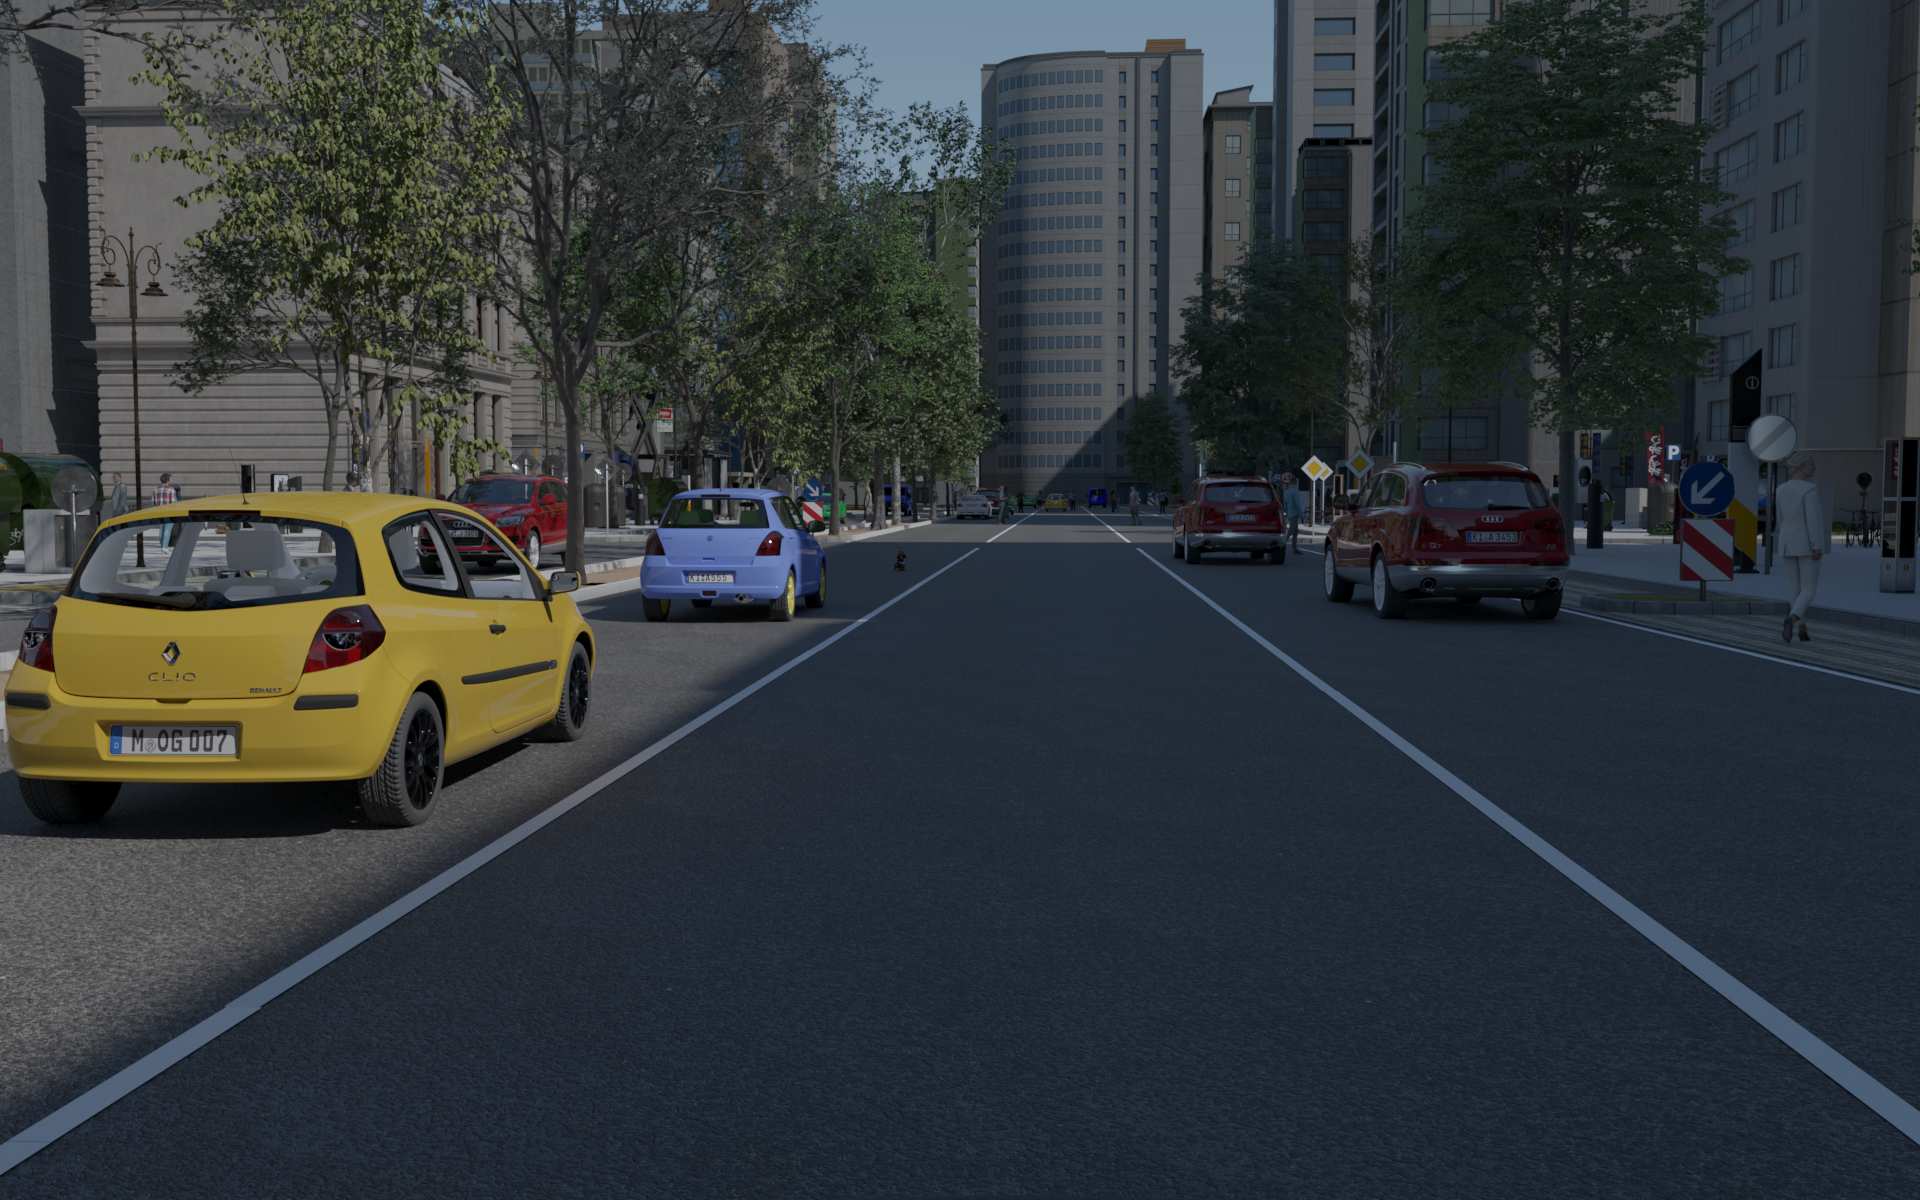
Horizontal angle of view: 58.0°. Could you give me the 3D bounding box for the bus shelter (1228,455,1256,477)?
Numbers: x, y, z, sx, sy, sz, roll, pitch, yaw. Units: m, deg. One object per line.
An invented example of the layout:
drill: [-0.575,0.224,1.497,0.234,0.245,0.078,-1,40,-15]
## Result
bus shelter: [17.168,-6.968,105.217,1.731,3.624,6.357,0,4,4]

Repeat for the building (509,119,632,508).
building: [-24.224,-14.801,91.149,9.793,20.994,18.267,0,4,3]

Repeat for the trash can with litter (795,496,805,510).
trash can with litter: [-10.194,-5.945,108.586,0.624,1.170,1.055,-3,4,-37]

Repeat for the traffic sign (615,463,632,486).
traffic sign: [-13.712,-4.304,70.473,0.768,2.556,0.104,1,4,11]

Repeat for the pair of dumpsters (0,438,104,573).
pair of dumpsters: [-15.996,-1.589,28.471,1.574,2.255,4.437,0,4,4]

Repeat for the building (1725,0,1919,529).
building: [37.167,-23.275,64.147,14.086,41.232,14.154,0,4,3]

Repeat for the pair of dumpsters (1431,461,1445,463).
pair of dumpsters: [14.426,-3.093,53.058,1.574,2.255,4.437,0,4,3]

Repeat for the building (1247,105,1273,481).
building: [37.767,-30.684,185.281,14.154,41.232,14.086,0,4,3]

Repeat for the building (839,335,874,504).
building: [-18.395,-27.928,228.315,14.107,30.474,14.160,0,4,3]

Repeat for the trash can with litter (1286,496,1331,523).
trash can with litter: [15.646,-4.044,77.174,2.233,1.210,1.678,1,4,11]

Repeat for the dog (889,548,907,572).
dog: [-1.198,-0.750,32.449,0.550,0.427,0.748,3,5,41]

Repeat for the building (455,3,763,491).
building: [-33.107,-27.488,141.316,32.217,40.220,23.993,0,4,3]

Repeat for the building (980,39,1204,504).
building: [16.987,-41.999,228.675,28.212,58.520,21.231,0,4,3]

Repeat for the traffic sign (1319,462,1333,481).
traffic sign: [14.929,-4.364,71.092,0.795,2.593,0.064,1,4,8]

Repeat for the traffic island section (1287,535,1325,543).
traffic island section: [10.637,-1.813,51.922,2.009,0.180,2.903,0,4,3]

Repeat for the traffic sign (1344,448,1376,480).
traffic sign: [10.132,-2.549,43.870,0.795,2.593,0.064,0,4,3]

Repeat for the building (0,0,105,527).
building: [-43.874,-15.376,69.428,19.932,24.808,12.078,0,4,3]

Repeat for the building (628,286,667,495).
building: [-27.338,-14.770,108.943,16.820,18.784,16.811,0,4,3]

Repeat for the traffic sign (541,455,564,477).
traffic sign: [-13.215,-3.428,56.161,0.768,2.556,0.104,1,4,11]

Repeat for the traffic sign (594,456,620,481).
traffic sign: [-10.841,-3.117,53.152,0.795,2.593,0.064,0,4,3]

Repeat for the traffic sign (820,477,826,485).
traffic sign: [-9.360,-7.073,115.750,0.768,2.556,0.104,1,4,13]

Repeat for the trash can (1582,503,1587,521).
trash can: [29.582,-4.269,81.445,0.748,1.137,0.748,0,3,0]

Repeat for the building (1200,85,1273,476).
building: [45.595,-39.275,231.379,27.495,52.752,28.713,0,4,3]

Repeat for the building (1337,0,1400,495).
building: [37.021,-41.287,113.296,20.563,71.187,20.611,0,4,3]

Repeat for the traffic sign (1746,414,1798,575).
traffic sign: [12.883,-1.679,27.561,0.768,2.556,0.104,1,4,13]

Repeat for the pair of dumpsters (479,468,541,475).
pair of dumpsters: [-14.522,-3.262,55.829,1.574,2.255,4.437,0,4,3]

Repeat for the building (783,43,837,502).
building: [-24.851,-34.317,184.780,21.600,48.544,21.300,0,4,3]

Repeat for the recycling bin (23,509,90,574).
recycling bin: [-14.652,-0.952,28.121,0.722,1.027,0.722,1,4,10]

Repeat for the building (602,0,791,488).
building: [-23.707,-31.178,159.877,14.600,45.320,14.200,0,4,3]

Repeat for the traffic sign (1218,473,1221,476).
traffic sign: [15.859,-6.484,106.023,0.884,2.594,0.081,0,4,4]

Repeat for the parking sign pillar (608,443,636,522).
parking sign pillar: [-16.756,-5.965,86.008,1.447,3.967,1.447,3,5,44]

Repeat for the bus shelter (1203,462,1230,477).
bus shelter: [16.814,-7.174,111.211,2.014,3.302,5.546,0,4,3]

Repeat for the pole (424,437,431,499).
pole: [-19.069,-4.174,62.082,0.158,3.312,0.155,0,3,0]

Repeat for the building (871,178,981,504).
building: [-4.335,-33.233,226.961,14.086,41.232,14.154,0,4,3]

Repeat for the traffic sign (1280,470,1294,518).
traffic sign: [17.509,-5.667,92.763,0.768,2.556,0.104,0,4,6]

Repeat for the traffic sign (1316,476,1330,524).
traffic sign: [15.298,-4.482,73.385,0.768,2.556,0.104,1,4,12]

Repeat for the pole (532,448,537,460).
pole: [-18.753,-5.052,76.441,0.158,3.312,0.155,0,3,0]

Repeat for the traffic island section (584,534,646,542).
traffic island section: [-10.865,-1.892,53.220,2.009,0.180,2.903,0,4,3]

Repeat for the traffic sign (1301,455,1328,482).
traffic sign: [10.613,-3.037,51.841,0.795,2.593,0.064,0,4,3]

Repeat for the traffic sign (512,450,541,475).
traffic sign: [-11.322,-2.629,45.181,0.795,2.593,0.064,0,4,3]

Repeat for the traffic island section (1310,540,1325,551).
traffic island section: [10.156,-1.325,43.952,2.009,0.180,2.903,0,4,3]

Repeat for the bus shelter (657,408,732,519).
bus shelter: [-12.815,-6.442,82.956,2.179,5.291,8.768,0,4,3]

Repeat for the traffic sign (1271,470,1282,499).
traffic sign: [17.100,-5.693,93.182,0.768,2.556,0.104,1,4,10]

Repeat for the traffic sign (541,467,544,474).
traffic sign: [-13.725,-3.558,58.277,0.768,2.556,0.104,1,4,10]

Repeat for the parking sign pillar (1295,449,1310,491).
parking sign pillar: [20.117,-6.965,102.345,1.447,3.967,1.447,-3,5,-45]

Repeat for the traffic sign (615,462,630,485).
traffic sign: [-13.907,-4.324,70.706,0.884,2.594,0.081,1,4,12]

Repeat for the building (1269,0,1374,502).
building: [40.117,-38.010,163.464,21.231,58.520,28.212,0,4,3]

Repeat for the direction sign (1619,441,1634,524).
direction sign: [28.183,-4.971,73.270,0.876,3.537,0.379,-2,4,-32]

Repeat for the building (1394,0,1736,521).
building: [29.791,-24.814,89.299,14.154,41.232,14.086,0,4,3]

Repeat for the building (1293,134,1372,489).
building: [34.459,-22.713,143.066,14.160,30.474,14.107,0,4,3]

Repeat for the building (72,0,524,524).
building: [-26.374,-14.876,72.100,11.050,23.489,19.941,0,4,3]

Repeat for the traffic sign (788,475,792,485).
traffic sign: [-11.128,-6.789,111.105,0.768,2.556,0.104,1,4,12]
